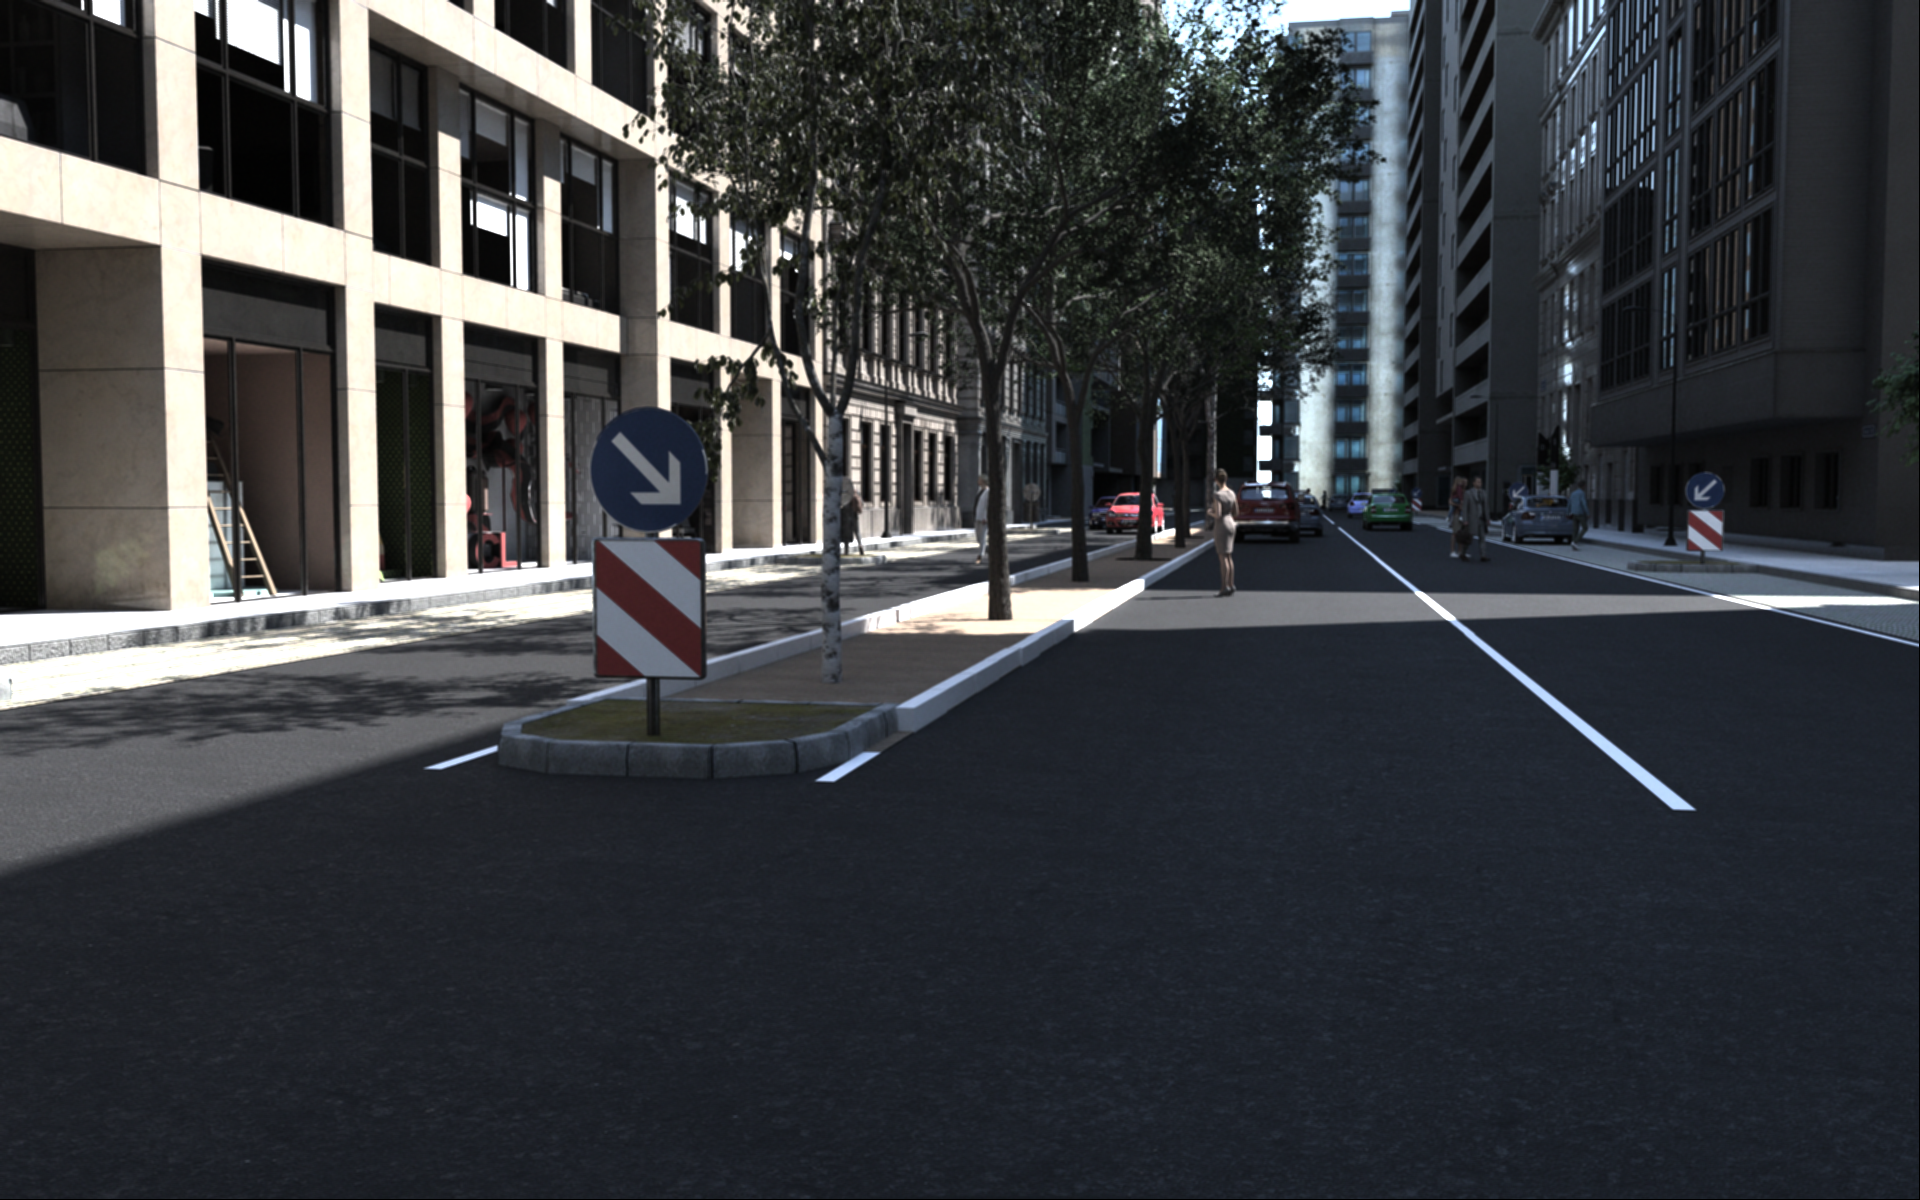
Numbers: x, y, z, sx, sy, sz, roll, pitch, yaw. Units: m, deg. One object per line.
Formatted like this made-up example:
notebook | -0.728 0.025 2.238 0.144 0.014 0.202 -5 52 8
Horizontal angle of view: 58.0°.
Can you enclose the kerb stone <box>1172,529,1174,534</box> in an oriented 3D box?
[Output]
kerb stone | 7.302 -2.348 60.588 0.120 0.150 1.000 1 4 11

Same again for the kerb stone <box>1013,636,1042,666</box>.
kerb stone | 0.556 0.446 14.910 0.120 0.150 1.000 1 4 11

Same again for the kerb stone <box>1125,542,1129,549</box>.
kerb stone | 4.165 -1.361 44.488 0.120 0.150 1.000 1 4 11

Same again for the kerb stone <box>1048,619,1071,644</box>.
kerb stone | 0.939 0.322 16.930 0.120 0.150 1.000 1 4 11

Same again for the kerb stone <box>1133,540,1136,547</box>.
kerb stone | 4.555 -1.478 46.497 0.120 0.150 1.000 1 4 11

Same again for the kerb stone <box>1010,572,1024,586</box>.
kerb stone | 0.834 -0.312 27.385 0.120 0.150 1.000 1 4 11

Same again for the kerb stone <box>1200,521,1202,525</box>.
kerb stone | 10.643 -3.393 77.711 0.120 0.150 1.000 1 4 11

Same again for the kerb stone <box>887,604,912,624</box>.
kerb stone | -0.735 0.177 19.338 0.120 0.150 1.000 1 4 11

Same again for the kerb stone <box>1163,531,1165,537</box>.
kerb stone | 6.515 -2.101 56.553 0.120 0.150 1.000 1 4 11

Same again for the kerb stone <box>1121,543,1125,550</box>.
kerb stone | 3.967 -1.302 43.477 0.120 0.150 1.000 1 4 11

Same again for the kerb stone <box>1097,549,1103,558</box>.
kerb stone | 2.997 -0.995 38.458 0.120 0.150 1.000 1 4 11

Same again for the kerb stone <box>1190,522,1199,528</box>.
kerb stone | 10.249 -3.272 75.700 0.120 0.150 1.000 1 4 11

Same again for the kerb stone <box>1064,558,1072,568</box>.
kerb stone | 2.007 -0.687 33.420 0.120 0.150 1.000 1 4 11

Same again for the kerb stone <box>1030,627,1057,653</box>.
kerb stone | 0.738 0.384 15.919 0.120 0.150 1.000 1 4 11

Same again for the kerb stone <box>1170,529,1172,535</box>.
kerb stone | 7.096 -2.286 59.578 0.120 0.150 1.000 1 4 11

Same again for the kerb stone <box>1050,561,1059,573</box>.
kerb stone | 1.628 -0.564 31.410 0.120 0.150 1.000 1 4 11

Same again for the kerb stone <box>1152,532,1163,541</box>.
kerb stone | 6.315 -2.038 55.536 0.120 0.150 1.000 1 4 11

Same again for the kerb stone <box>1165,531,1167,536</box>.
kerb stone | 6.712 -2.163 57.562 0.120 0.150 1.000 1 4 11

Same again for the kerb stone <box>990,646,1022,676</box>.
kerb stone | 0.339 0.507 13.901 0.120 0.150 1.000 1 4 11

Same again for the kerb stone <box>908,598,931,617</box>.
kerb stone | -0.539 0.113 20.342 0.120 0.150 1.000 1 4 11

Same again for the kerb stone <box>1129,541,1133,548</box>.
kerb stone | 4.359 -1.425 45.493 0.120 0.150 1.000 1 4 11

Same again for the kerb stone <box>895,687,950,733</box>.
kerb stone | -0.239 0.692 10.883 0.120 0.150 1.000 1 4 11

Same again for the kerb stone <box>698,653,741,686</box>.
kerb stone | -1.915 0.544 13.297 0.120 0.150 1.000 1 4 11

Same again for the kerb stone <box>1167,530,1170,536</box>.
kerb stone | 6.906 -2.222 58.566 0.120 0.150 1.000 1 4 11

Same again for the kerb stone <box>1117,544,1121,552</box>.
kerb stone | 3.774 -1.240 42.473 0.120 0.150 1.000 1 4 11

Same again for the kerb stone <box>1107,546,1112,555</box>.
kerb stone | 3.378 -1.118 40.467 0.120 0.150 1.000 1 4 11

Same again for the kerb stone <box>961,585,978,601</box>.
kerb stone | 0.054 -0.071 23.361 0.120 0.150 1.000 1 4 11

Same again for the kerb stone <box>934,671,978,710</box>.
kerb stone | -0.047 0.630 11.887 0.120 0.150 1.000 1 4 11

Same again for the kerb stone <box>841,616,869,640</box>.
kerb stone | -1.120 0.298 17.320 0.120 0.150 1.000 1 4 11

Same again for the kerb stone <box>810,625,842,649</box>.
kerb stone | -1.322 0.364 16.311 0.120 0.150 1.000 1 4 11

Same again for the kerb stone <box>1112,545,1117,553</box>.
kerb stone | 3.581 -1.179 41.469 0.120 0.150 1.000 1 4 11

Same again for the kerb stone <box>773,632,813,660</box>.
kerb stone | -1.518 0.421 15.308 0.120 0.150 1.000 1 4 11

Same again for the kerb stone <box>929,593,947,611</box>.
kerb stone | -0.344 0.054 21.346 0.120 0.150 1.000 1 4 11

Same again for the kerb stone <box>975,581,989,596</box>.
kerb stone | 0.240 -0.133 24.370 0.120 0.150 1.000 1 4 11

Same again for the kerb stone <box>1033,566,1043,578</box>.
kerb stone | 1.226 -0.437 29.401 0.120 0.150 1.000 1 4 11

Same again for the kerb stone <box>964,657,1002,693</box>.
kerb stone | 0.151 0.569 12.892 0.120 0.150 1.000 1 4 11

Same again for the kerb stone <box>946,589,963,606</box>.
kerb stone | -0.153 -0.007 22.350 0.120 0.150 1.000 1 4 11

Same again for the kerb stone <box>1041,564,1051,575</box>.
kerb stone | 1.424 -0.502 30.409 0.120 0.150 1.000 1 4 11

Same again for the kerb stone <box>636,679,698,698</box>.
kerb stone | -2.108 0.610 12.294 0.120 0.150 1.000 1 4 11

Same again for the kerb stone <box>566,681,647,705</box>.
kerb stone | -2.301 0.671 11.283 0.120 0.150 1.000 1 4 11

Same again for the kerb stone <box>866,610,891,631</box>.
kerb stone | -0.927 0.236 18.330 0.120 0.150 1.000 1 4 11

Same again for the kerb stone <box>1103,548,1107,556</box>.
kerb stone | 3.183 -1.053 39.464 0.120 0.150 1.000 1 4 11

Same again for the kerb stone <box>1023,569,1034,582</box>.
kerb stone | 1.031 -0.375 28.388 0.120 0.150 1.000 1 4 11

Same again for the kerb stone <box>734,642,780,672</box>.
kerb stone | -1.713 0.483 14.304 0.120 0.150 1.000 1 4 11

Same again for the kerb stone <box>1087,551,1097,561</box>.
kerb stone | 2.801 -0.933 37.453 0.120 0.150 1.000 1 4 11

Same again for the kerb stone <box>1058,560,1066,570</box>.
kerb stone | 1.810 -0.625 32.417 0.120 0.150 1.000 1 4 11
